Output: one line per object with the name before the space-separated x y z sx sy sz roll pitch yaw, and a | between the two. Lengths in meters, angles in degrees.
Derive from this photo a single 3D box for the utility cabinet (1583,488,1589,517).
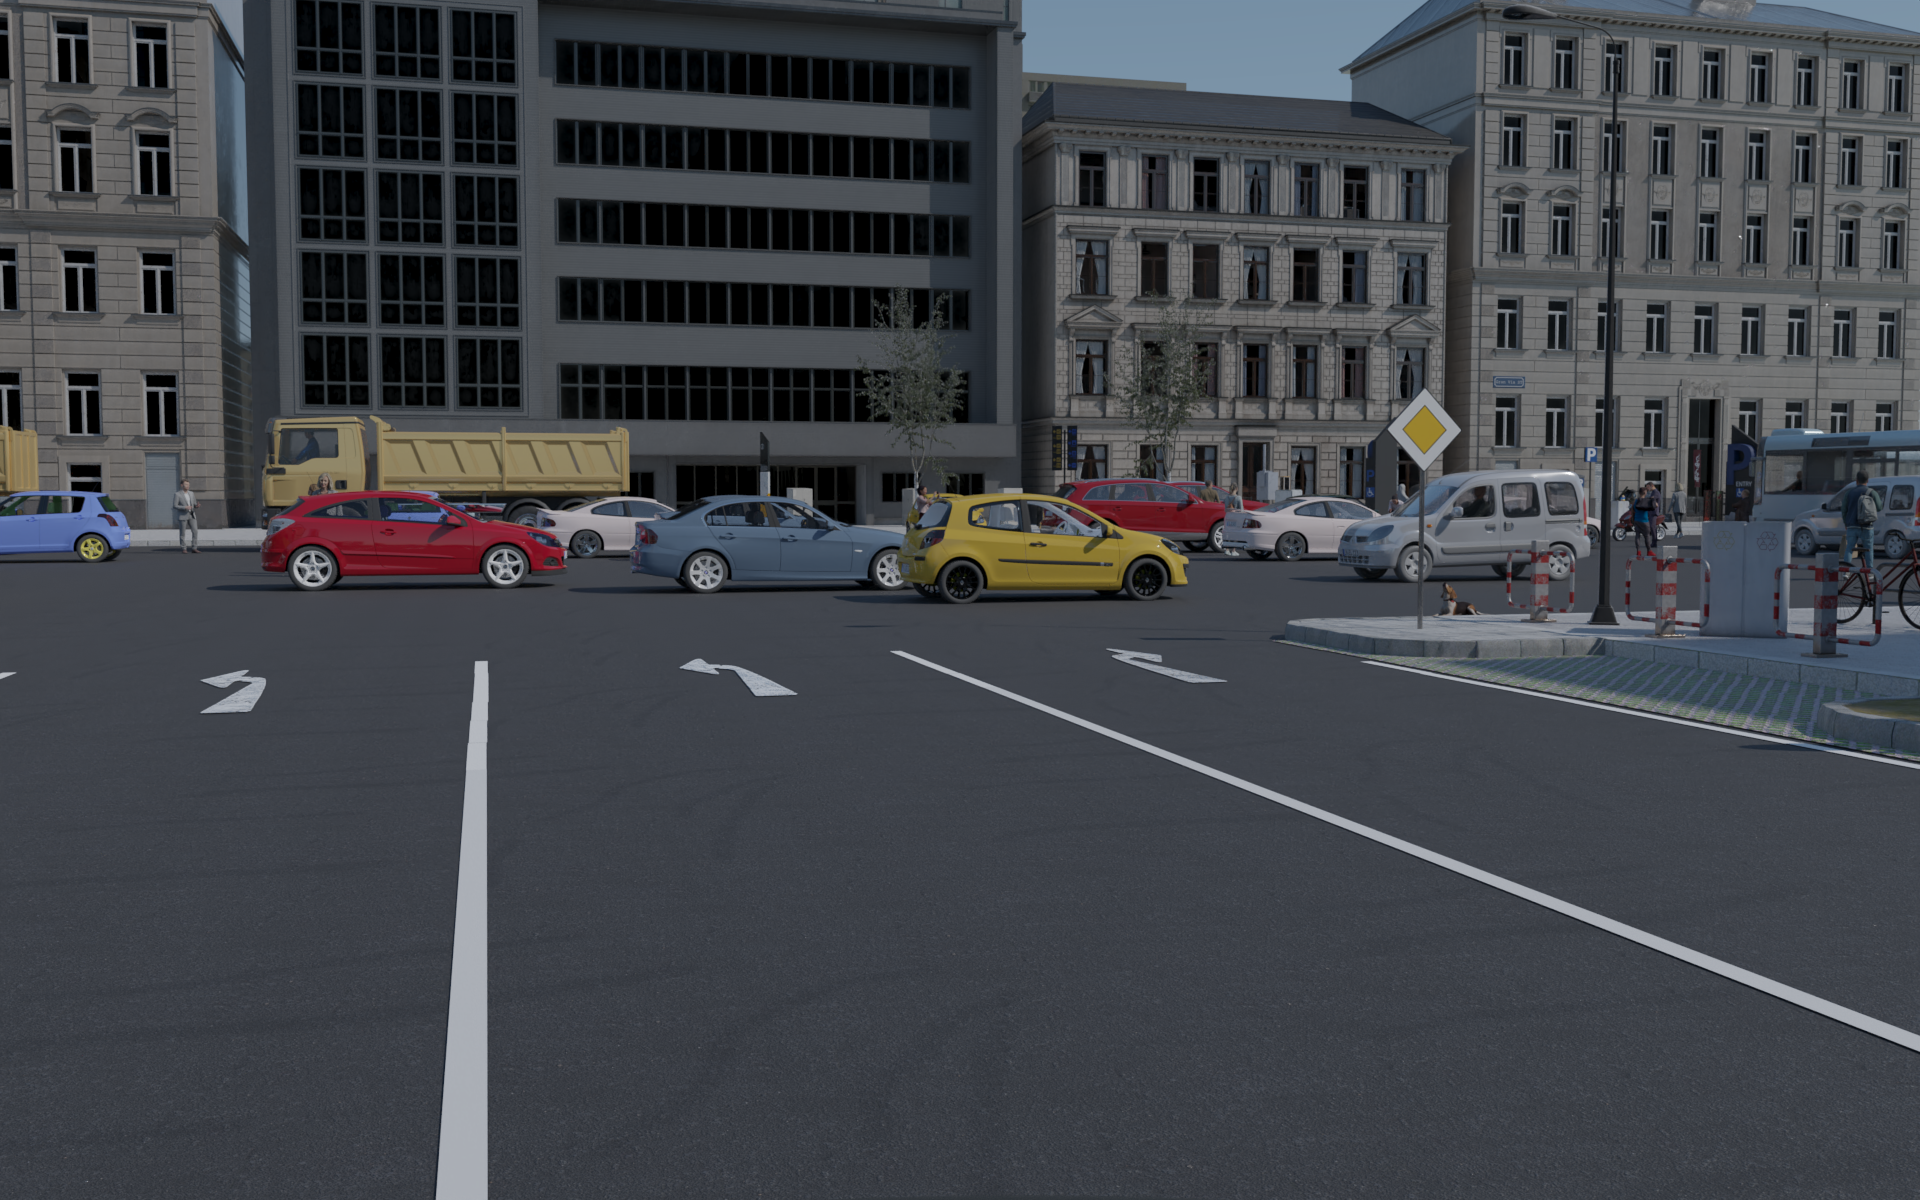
utility cabinet | 21.893 -3.253 61.857 0.318 1.500 1.173 -2 4 -29

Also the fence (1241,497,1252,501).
fence | 10.033 -3.075 61.484 0.480 1.192 2.264 0 4 -7

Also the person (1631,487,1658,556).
person | 15.821 -1.811 39.975 0.647 1.594 0.662 3 5 41

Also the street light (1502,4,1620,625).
street light | 5.816 -2.704 16.752 1.470 5.913 1.316 -1 4 -15

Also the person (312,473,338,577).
person | -10.887 -1.301 29.953 0.709 1.800 0.728 0 4 -1

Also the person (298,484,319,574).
person | -11.620 -1.270 30.976 0.444 1.614 0.593 -2 4 -33

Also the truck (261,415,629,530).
truck | -13.542 -2.967 44.437 9.791 3.379 3.469 -1 4 -15

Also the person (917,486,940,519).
person | -0.803 -2.047 43.429 0.517 1.644 0.566 -2 4 -29

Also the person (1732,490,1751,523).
person | 20.290 -2.093 44.986 0.482 1.546 0.388 -3 5 -43

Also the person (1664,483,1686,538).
person | 23.223 -2.902 56.126 0.709 1.800 0.728 -1 4 -9

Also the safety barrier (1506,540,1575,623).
safety barrier | 5.802 -0.187 17.339 0.300 0.817 1.120 -1 4 -15

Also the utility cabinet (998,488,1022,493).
utility cabinet | 1.876 -3.462 65.276 0.318 1.500 1.173 3 4 38

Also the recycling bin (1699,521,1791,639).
recycling bin | 7.158 -0.197 15.782 0.722 1.027 0.722 2 4 26

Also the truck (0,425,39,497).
truck | -28.823 -2.911 43.511 9.791 3.379 3.469 -1 4 -15

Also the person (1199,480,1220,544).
person | 7.205 -2.530 49.772 0.656 1.842 0.836 -2 4 -33

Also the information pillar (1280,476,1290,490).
information pillar | 13.476 -4.123 71.901 0.304 2.012 0.304 -2 4 -24

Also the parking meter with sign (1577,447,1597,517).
parking meter with sign | 23.221 -4.232 65.454 0.543 3.016 1.738 -1 4 -22

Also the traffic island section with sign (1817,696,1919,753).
traffic island section with sign | 6.181 -0.080 9.930 1.989 1.847 2.006 -1 4 -15

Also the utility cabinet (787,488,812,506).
utility cabinet | -5.972 -3.425 64.672 0.318 1.500 1.173 2 4 32

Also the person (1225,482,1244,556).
person | 6.375 -1.888 40.366 0.512 1.701 0.522 2 4 33

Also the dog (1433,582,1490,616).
dog | 5.851 0.002 20.158 0.748 0.427 0.550 1 4 9

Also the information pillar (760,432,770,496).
information pillar | -7.300 -4.491 64.774 0.183 3.616 0.504 -3 5 -44

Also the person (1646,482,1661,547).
person | 18.541 -2.303 46.606 0.568 1.767 0.683 1 4 8

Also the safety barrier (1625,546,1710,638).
safety barrier | 6.312 -0.074 15.481 0.300 0.817 1.120 -1 4 -15

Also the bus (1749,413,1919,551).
bus | 23.956 -2.833 41.174 2.948 3.499 13.247 -1 4 -16

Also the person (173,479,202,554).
person | -18.592 -2.020 41.731 0.583 1.804 0.606 2 4 28

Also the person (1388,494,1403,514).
person | 11.833 -2.164 47.070 0.628 1.438 0.799 0 4 -7

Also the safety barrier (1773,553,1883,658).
safety barrier | 6.813 0.040 13.627 0.300 0.817 1.120 -1 4 -15

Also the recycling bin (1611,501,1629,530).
recycling bin | 23.625 -3.054 62.495 0.722 1.027 0.722 -3 4 -37

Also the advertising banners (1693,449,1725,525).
advertising banners | 28.996 -4.338 67.109 0.090 3.025 2.074 -1 4 -10

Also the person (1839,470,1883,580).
person | 14.886 -1.238 28.726 0.713 1.824 0.794 -2 4 -31

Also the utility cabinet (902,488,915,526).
utility cabinet | -1.939 -3.634 68.097 0.318 1.500 1.173 -1 4 -22

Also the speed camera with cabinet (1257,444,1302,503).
speed camera with cabinet | 12.639 -4.537 68.515 0.660 3.252 2.038 -2 4 -32
